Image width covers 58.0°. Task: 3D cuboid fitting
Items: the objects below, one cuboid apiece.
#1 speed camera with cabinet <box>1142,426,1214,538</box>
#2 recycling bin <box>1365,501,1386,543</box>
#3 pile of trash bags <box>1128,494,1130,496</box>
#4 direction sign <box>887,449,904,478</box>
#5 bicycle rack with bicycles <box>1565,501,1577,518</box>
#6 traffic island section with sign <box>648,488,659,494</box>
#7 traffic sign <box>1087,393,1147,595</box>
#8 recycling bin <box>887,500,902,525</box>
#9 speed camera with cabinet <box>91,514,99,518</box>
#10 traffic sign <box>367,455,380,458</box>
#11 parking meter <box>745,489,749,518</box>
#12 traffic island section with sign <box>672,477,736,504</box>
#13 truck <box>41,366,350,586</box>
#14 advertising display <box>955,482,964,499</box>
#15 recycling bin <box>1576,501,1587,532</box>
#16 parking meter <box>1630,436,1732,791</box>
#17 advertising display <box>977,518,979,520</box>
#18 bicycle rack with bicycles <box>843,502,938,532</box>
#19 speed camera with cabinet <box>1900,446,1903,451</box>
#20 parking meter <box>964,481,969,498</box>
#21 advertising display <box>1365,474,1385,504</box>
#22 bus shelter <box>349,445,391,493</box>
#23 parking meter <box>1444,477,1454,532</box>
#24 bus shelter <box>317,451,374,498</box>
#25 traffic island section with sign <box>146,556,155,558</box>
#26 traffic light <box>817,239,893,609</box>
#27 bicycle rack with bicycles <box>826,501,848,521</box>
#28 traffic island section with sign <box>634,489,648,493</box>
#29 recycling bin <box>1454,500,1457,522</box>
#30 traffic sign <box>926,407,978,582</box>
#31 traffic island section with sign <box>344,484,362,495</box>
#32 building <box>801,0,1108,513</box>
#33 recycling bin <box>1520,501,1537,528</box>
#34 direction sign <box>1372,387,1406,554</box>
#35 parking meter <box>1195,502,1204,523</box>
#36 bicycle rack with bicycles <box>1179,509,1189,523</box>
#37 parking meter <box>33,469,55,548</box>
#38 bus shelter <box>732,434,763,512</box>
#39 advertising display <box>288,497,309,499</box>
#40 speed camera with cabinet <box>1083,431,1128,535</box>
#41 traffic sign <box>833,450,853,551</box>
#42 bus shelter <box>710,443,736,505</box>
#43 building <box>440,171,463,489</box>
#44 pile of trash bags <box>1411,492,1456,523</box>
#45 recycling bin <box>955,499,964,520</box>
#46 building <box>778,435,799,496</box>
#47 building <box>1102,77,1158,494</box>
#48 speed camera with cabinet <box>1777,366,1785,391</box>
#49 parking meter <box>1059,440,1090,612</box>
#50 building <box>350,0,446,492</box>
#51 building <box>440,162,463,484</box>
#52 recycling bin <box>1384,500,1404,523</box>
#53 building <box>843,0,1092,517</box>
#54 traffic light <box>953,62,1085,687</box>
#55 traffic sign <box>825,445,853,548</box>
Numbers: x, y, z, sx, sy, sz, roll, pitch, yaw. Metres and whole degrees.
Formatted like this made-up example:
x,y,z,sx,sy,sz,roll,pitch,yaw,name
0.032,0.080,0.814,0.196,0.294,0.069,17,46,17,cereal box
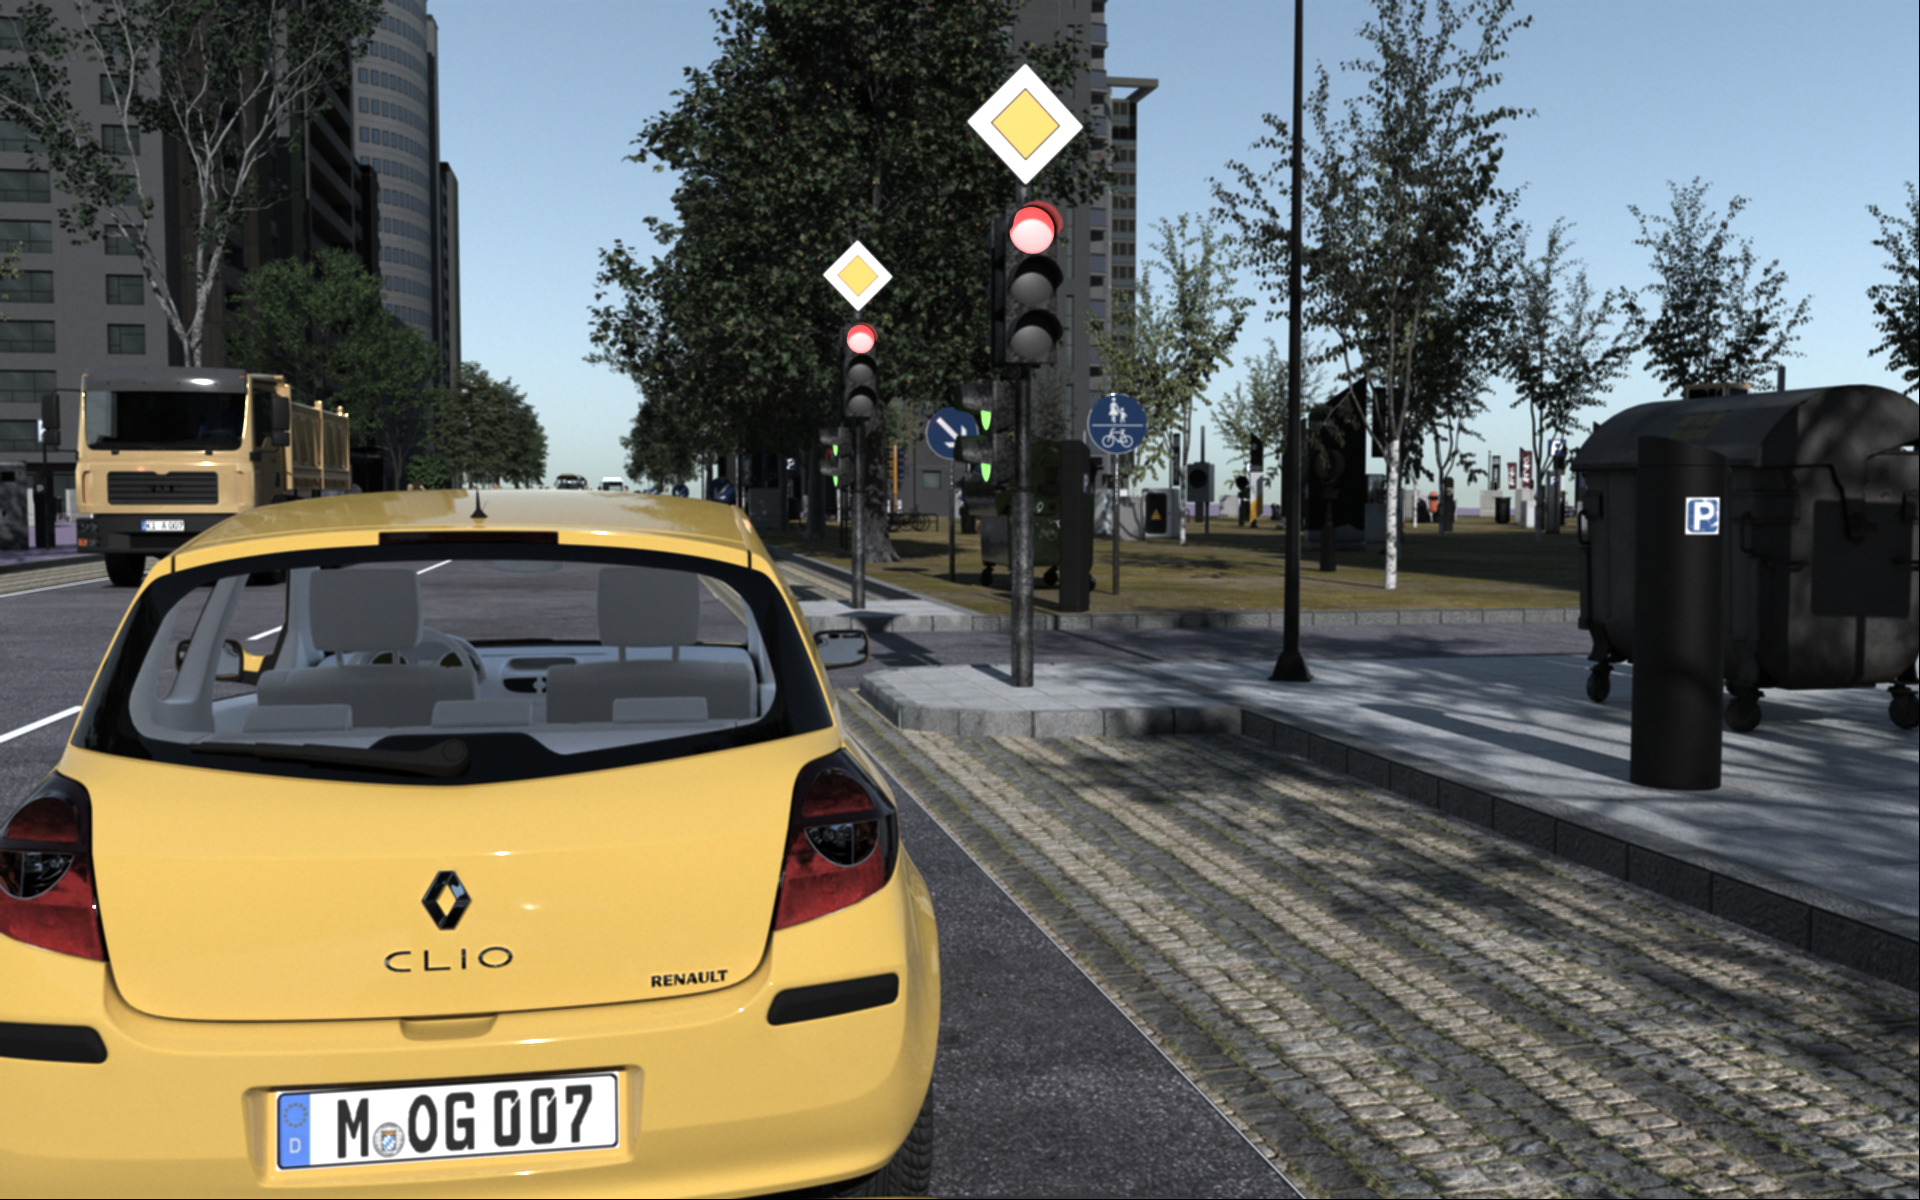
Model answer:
x,y,z,sx,sy,sz,roll,pitch,yaw,name
6.344,-3.432,50.442,2.038,3.252,0.660,2,4,25,speed camera with cabinet
10.918,-2.032,45.784,0.722,1.027,0.722,0,4,5,recycling bin
8.517,-4.539,83.959,3.447,1.369,1.912,0,4,4,pile of trash bags
-3.222,-5.767,86.294,0.876,3.537,0.379,0,4,5,direction sign
32.013,-4.867,92.953,2.925,0.926,2.852,2,4,31,bicycle rack with bicycles
-11.130,-3.642,68.180,1.989,1.847,2.006,-1,4,-11,traffic island section with sign
1.989,-1.340,22.009,0.768,2.556,0.104,0,4,-4,traffic sign
-2.825,-3.680,72.719,0.722,1.027,0.722,0,4,-5,recycling bin
-33.184,-4.518,68.203,2.038,3.252,0.660,1,4,8,speed camera with cabinet
-31.278,-5.875,89.936,2.265,3.308,0.079,0,4,-8,traffic sign
-8.529,-3.774,70.116,0.372,1.533,0.369,0,3,0,parking meter
-5.888,-2.025,41.738,1.989,1.847,2.006,-1,4,-11,traffic island section with sign
-12.470,-2.049,29.423,3.469,3.379,9.791,-1,4,-10,truck
-0.123,-5.142,89.278,0.123,1.923,0.974,-3,4,-36,advertising display
21.660,-2.867,59.431,0.722,1.027,0.722,-3,4,-38,recycling bin
3.166,0.048,7.622,0.372,1.533,0.369,0,3,0,parking meter
1.162,-4.865,84.760,0.123,1.923,0.974,-3,5,-40,advertising display
-2.135,-2.821,59.500,2.925,0.926,2.852,-1,4,-23,bicycle rack with bicycles
31.103,-3.939,58.745,2.038,3.252,0.660,2,4,31,speed camera with cabinet
0.352,-4.349,76.823,0.255,1.863,0.399,2,4,32,parking meter
13.395,-3.105,55.977,0.974,1.923,0.123,-3,5,-44,advertising display
-29.598,-5.805,86.196,1.731,3.624,6.357,-1,4,-11,bus shelter
16.683,-3.269,59.153,0.255,1.863,0.399,0,4,3,parking meter
-28.464,-5.264,79.998,2.014,3.302,5.546,-1,4,-11,bus shelter
-17.821,-1.881,39.380,1.989,1.847,2.006,-1,4,-11,traffic island section with sign
-1.157,-1.857,19.289,0.839,4.253,0.868,-1,4,-11,traffic light
-5.803,-4.300,83.682,2.925,0.926,2.852,-1,4,-18,bicycle rack with bicycles
-26.159,-8.274,143.905,1.989,1.847,2.006,-1,4,-11,traffic island section with sign
22.710,-4.164,80.636,0.722,1.027,0.722,2,4,26,recycling bin
-0.116,-1.544,25.355,0.768,2.556,0.104,0,4,-2,traffic sign
-23.081,-3.503,65.903,1.989,1.847,2.006,-1,4,-11,traffic island section with sign
-1.088,-35.678,125.328,21.231,58.520,28.212,-1,4,-11,building
21.478,-3.204,64.943,0.722,1.027,0.722,0,4,0,recycling bin
9.131,-2.749,36.937,0.876,3.537,0.379,-2,4,-26,direction sign
10.786,-4.412,77.851,0.399,1.863,0.255,1,4,15,parking meter
8.757,-3.819,75.823,2.852,0.926,2.925,2,4,23,bicycle rack with bicycles
-21.817,-2.174,41.250,0.399,1.863,0.255,1,4,11,parking meter
-8.758,-5.956,75.009,2.179,5.291,8.768,-1,4,-11,bus shelter
-32.594,-4.903,85.374,0.974,1.923,0.123,-1,4,-11,advertising display
4.335,-3.686,54.609,2.038,3.252,0.660,-2,4,-34,speed camera with cabinet
-2.582,-2.271,39.258,0.606,2.300,0.079,0,4,-7,traffic sign
-10.913,-5.601,82.864,1.731,3.624,6.357,-1,4,-11,bus shelter
-69.209,-32.337,212.302,14.154,41.232,14.086,-1,4,-11,building
21.146,-4.134,77.351,1.912,1.369,3.447,1,4,14,pile of trash bags
0.158,-4.507,86.246,0.722,1.027,0.722,-3,5,-39,recycling bin
-17.008,-36.364,214.158,23.786,49.044,30.456,-1,4,-11,building
-1.402,-28.187,152.746,32.217,40.220,23.993,-1,4,-11,building
13.284,-2.022,27.388,2.038,3.252,0.660,-2,4,-24,speed camera with cabinet
1.254,-0.807,18.912,0.255,1.863,0.399,1,4,20,parking meter
-69.253,-39.648,190.247,21.231,58.520,28.212,-1,4,-11,building
-73.110,-35.256,226.551,14.600,45.320,14.200,-1,4,-11,building
19.097,-3.903,76.374,0.722,1.027,0.722,-1,4,-21,recycling bin
-0.574,-25.701,103.799,14.154,41.232,14.086,-1,4,-11,building
0.397,-1.378,11.456,0.839,4.253,0.868,-1,4,-11,traffic light
-2.835,-2.531,41.485,0.768,2.556,0.104,0,4,-5,traffic sign
